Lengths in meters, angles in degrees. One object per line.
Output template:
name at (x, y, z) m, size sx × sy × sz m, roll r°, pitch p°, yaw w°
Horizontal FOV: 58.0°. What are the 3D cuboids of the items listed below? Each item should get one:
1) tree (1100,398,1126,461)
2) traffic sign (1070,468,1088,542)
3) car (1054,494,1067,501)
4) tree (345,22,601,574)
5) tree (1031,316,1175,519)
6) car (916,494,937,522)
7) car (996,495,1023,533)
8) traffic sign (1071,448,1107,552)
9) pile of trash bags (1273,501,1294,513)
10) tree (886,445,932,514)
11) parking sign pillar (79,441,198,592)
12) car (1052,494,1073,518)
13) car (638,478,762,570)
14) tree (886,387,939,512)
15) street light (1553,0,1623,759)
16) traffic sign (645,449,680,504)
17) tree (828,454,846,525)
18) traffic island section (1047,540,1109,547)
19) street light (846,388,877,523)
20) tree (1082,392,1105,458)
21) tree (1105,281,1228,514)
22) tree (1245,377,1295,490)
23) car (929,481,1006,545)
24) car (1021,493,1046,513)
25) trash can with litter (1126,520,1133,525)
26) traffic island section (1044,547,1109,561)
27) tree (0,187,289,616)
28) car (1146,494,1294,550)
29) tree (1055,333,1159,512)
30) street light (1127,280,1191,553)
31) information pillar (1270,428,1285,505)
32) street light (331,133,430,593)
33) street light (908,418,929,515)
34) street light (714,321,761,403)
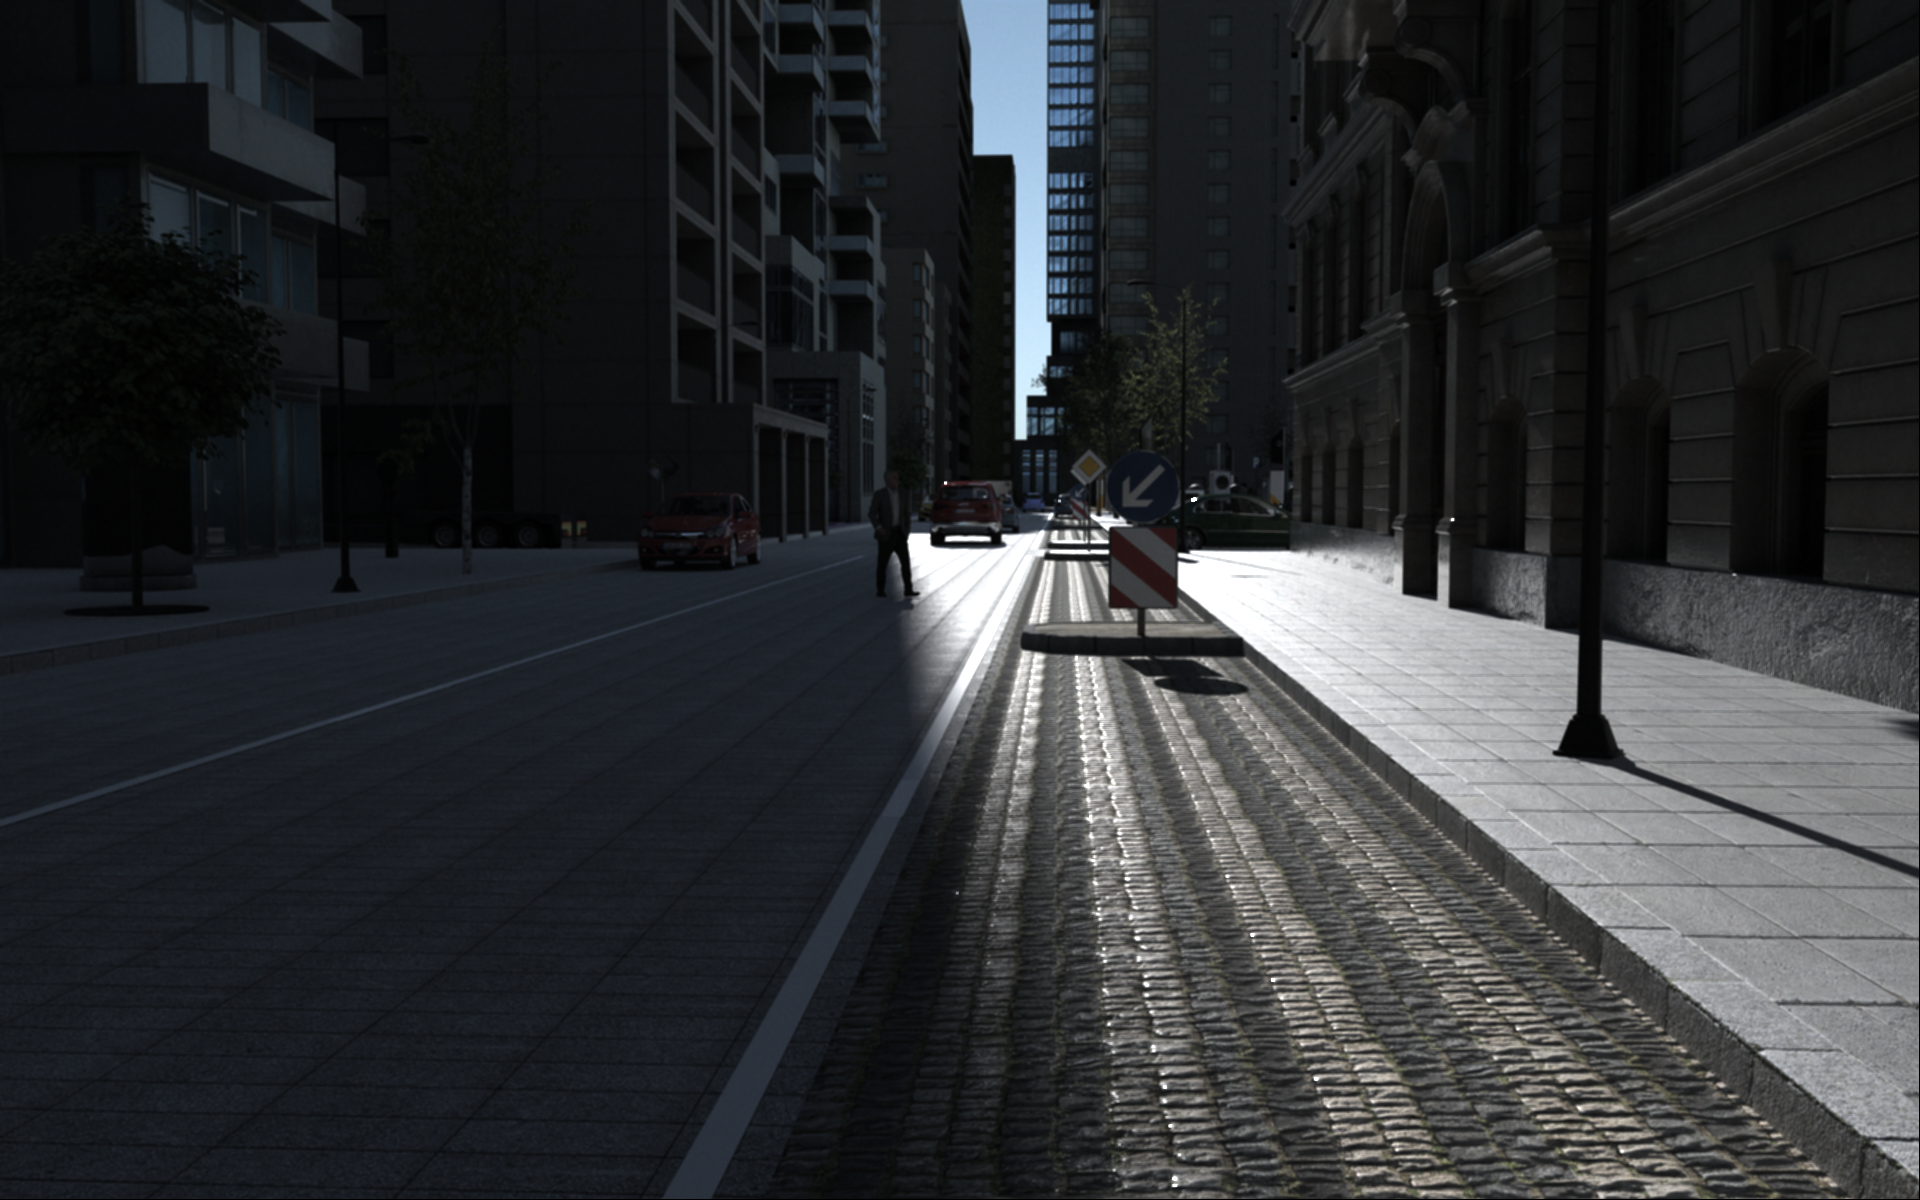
tree at (11.631, -11.033, 130.744) m, size 4.737 × 8.622 × 4.395 m, roll 0°, pitch 3°, yaw 0°
traffic sign at (3.324, -2.604, 46.218) m, size 0.795 × 2.450 × 0.064 m, roll 0°, pitch 4°, yaw 3°
car at (8.014, -7.275, 129.170) m, size 2.015 × 1.641 × 3.980 m, roll 0°, pitch 4°, yaw 2°
tree at (-7.926, -4.739, 27.847) m, size 4.737 × 8.622 × 4.395 m, roll 0°, pitch 3°, yaw 0°
tree at (7.928, -9.561, 90.742) m, size 7.601 × 10.594 × 8.767 m, roll 2°, pitch 4°, yaw 33°
car at (-1.270, -4.941, 91.001) m, size 2.015 × 1.641 × 3.980 m, roll 0°, pitch 4°, yaw 2°
car at (1.367, -3.264, 65.364) m, size 2.014 × 1.417 × 4.499 m, roll 0°, pitch 4°, yaw 3°
traffic sign at (2.853, -2.116, 38.246) m, size 0.795 × 2.450 × 0.064 m, roll 0°, pitch 4°, yaw 3°
pile of trash bags at (11.285, -2.692, 53.761) m, size 3.447 × 1.369 × 1.912 m, roll 1°, pitch 4°, yaw 10°
tree at (-3.510, -7.915, 113.127) m, size 4.285 × 4.588 × 4.351 m, roll 0°, pitch 3°, yaw 0°
parking sign pillar at (-11.107, -2.131, 23.315) m, size 1.447 × 3.967 × 1.447 m, roll -2°, pitch 4°, yaw -35°
car at (6.561, -5.652, 104.417) m, size 2.014 × 1.417 × 4.499 m, roll 0°, pitch 4°, yaw 3°
car at (-5.084, -1.535, 34.137) m, size 2.155 × 1.783 × 4.494 m, roll 0°, pitch 4°, yaw 3°
tree at (-3.435, -10.293, 118.652) m, size 4.360 × 8.622 × 3.978 m, roll 0°, pitch 3°, yaw 0°
street light at (2.561, -2.194, 8.409) m, size 1.470 × 5.913 × 1.316 m, roll 0°, pitch 4°, yaw 3°
traffic sign at (-6.673, -2.152, 38.827) m, size 0.795 × 2.450 × 0.064 m, roll 0°, pitch 4°, yaw 3°
tree at (-5.536, -4.740, 72.099) m, size 1.663 × 3.219 × 1.824 m, roll 0°, pitch 3°, yaw 0°
traffic island section at (3.348, -1.469, 46.294) m, size 2.009 × 0.180 × 2.903 m, roll 0°, pitch 4°, yaw 3°
street light at (-4.351, -6.344, 76.260) m, size 1.470 × 5.913 × 1.316 m, roll 0°, pitch 4°, yaw 3°
tree at (9.819, -9.773, 110.150) m, size 4.360 × 8.622 × 3.978 m, roll 0°, pitch 3°, yaw 0°
tree at (7.365, -6.747, 60.679) m, size 4.360 × 8.622 × 3.978 m, roll 0°, pitch 3°, yaw 0°
tree at (19.690, -9.671, 108.488) m, size 4.360 × 8.622 × 3.978 m, roll 0°, pitch 3°, yaw 0°
car at (0.210, -2.565, 50.609) m, size 2.281 × 1.827 × 5.304 m, roll 0°, pitch 4°, yaw 2°
car at (5.707, -7.630, 134.335) m, size 1.945 × 1.707 × 3.694 m, roll 0°, pitch 4°, yaw 2°
trash can with litter at (7.377, -3.769, 73.012) m, size 0.624 × 1.170 × 1.055 m, roll -1°, pitch 4°, yaw -18°
traffic island section at (2.877, -0.981, 38.322) m, size 2.009 × 0.180 × 2.903 m, roll 0°, pitch 4°, yaw 3°
tree at (-9.033, -2.139, 18.692) m, size 4.285 × 4.588 × 4.351 m, roll 0°, pitch 3°, yaw 0°
car at (6.796, -1.827, 41.670) m, size 4.920 × 1.459 × 2.131 m, roll 0°, pitch 4°, yaw 2°
tree at (10.468, -12.506, 122.597) m, size 7.486 × 12.596 × 7.792 m, roll 0°, pitch 3°, yaw 0°
street light at (4.328, -3.988, 37.742) m, size 1.470 × 5.913 × 1.316 m, roll 0°, pitch 4°, yaw 3°
information pillar at (11.228, -4.274, 61.234) m, size 0.504 × 3.616 × 0.183 m, roll 2°, pitch 4°, yaw 27°
street light at (-7.518, -3.056, 22.501) m, size 1.470 × 5.913 × 1.316 m, roll 0°, pitch 4°, yaw 3°
street light at (-2.565, -8.153, 105.848) m, size 1.470 × 5.913 × 1.316 m, roll 0°, pitch 4°, yaw 3°
street light at (-6.036, -4.530, 46.606) m, size 1.470 × 5.913 × 1.316 m, roll 0°, pitch 4°, yaw 3°
